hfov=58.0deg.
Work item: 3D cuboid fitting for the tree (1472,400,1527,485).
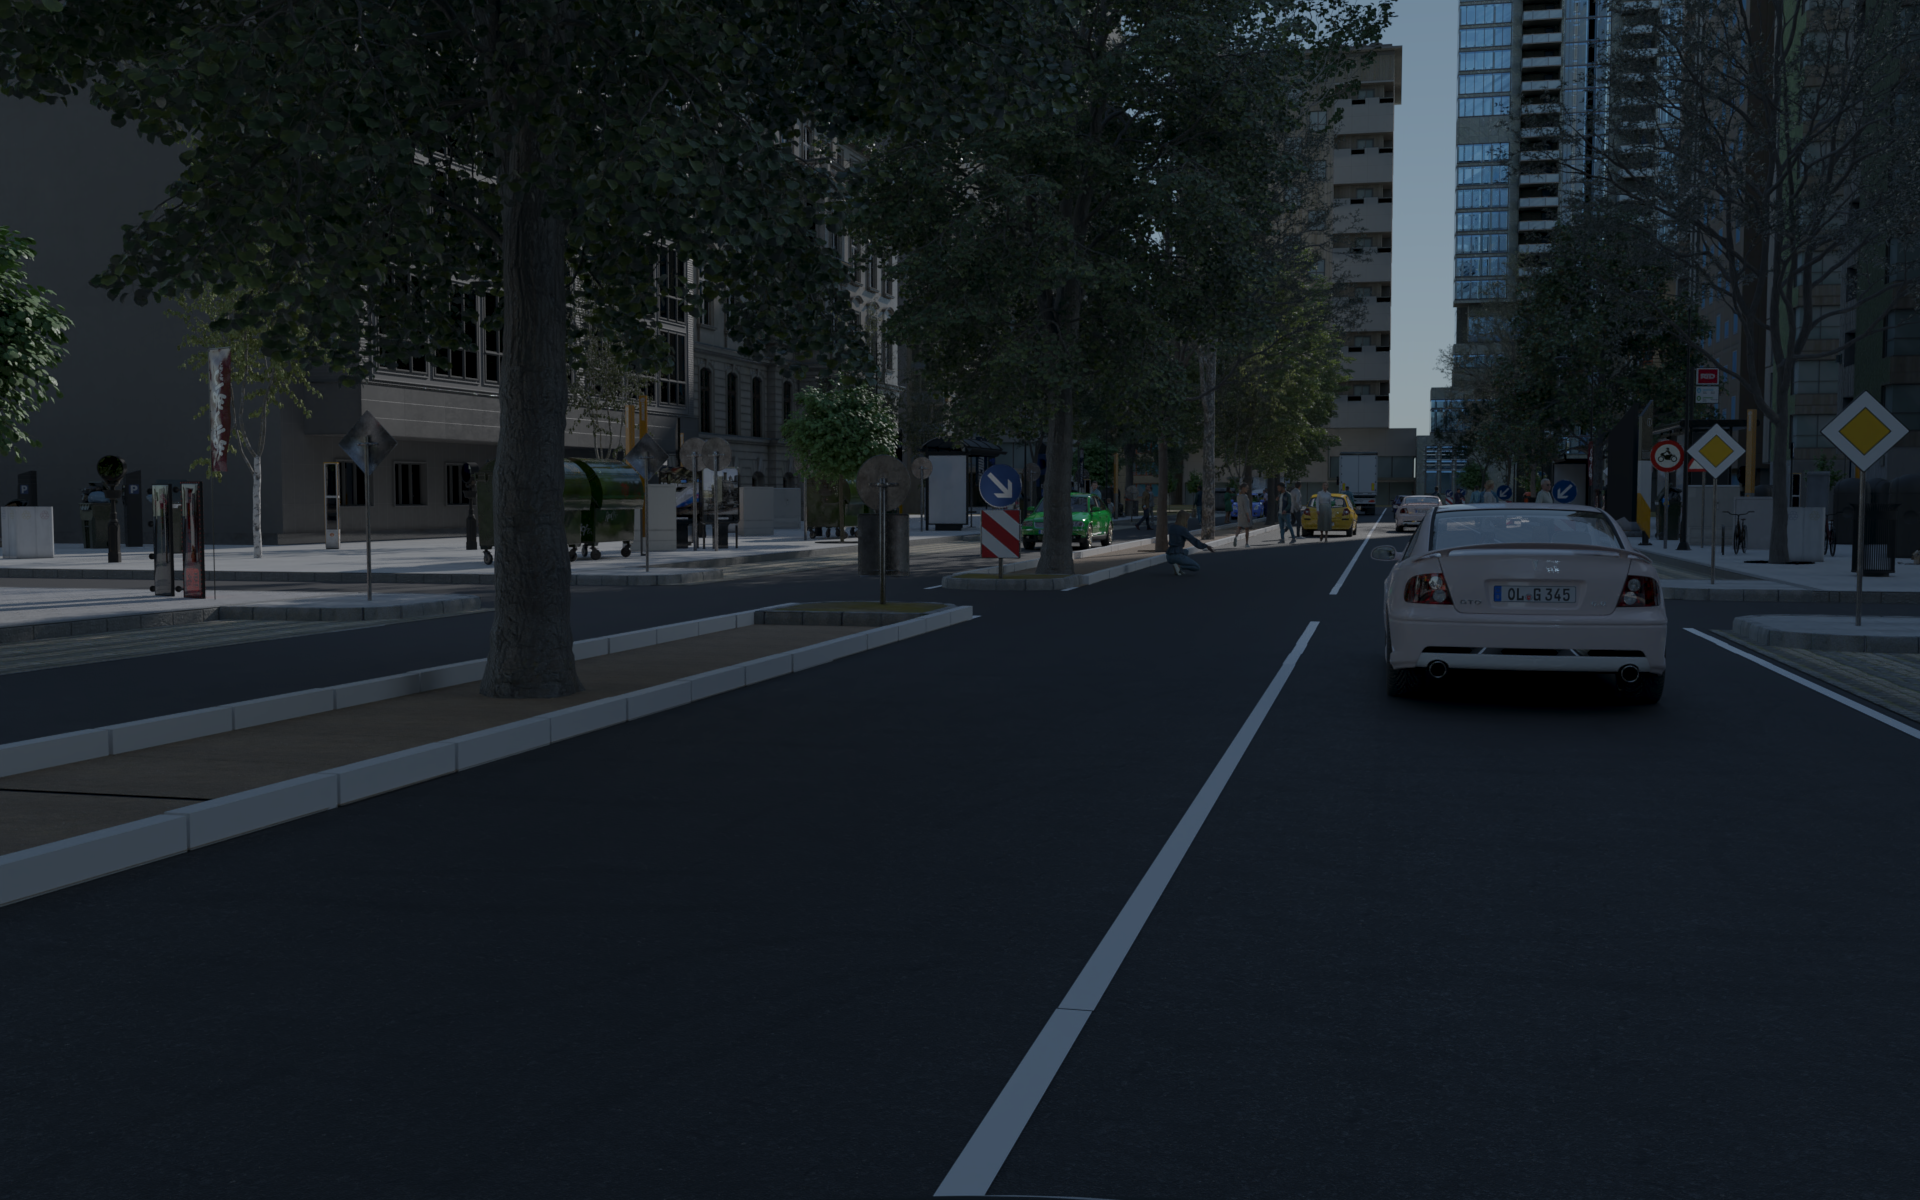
[{"bbox_3d":[36.579,-10.160,116.477,4.360,8.622,3.978,0,3,0],"label":"tree"}]

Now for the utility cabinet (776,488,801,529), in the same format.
[{"bbox_3d":[-6.404,-3.330,63.123,1.173,1.500,0.318,-1,4,-15],"label":"utility cabinet"}]

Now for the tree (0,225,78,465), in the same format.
[{"bbox_3d":[-10.588,-2.052,17.258,4.285,4.588,4.351,0,3,0],"label":"tree"}]

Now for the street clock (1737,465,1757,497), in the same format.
[{"bbox_3d":[19.880,-2.400,43.804,0.358,2.002,0.471,-1,4,-15],"label":"street clock"}]

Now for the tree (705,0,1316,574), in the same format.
[{"bbox_3d":[1.696,-7.405,30.190,9.857,13.997,8.962,0,3,0],"label":"tree"}]

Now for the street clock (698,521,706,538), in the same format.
[{"bbox_3d":[-7.581,-2.828,50.808,0.471,2.002,0.358,3,5,42],"label":"street clock"}]

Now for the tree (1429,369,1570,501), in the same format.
[{"bbox_3d":[33.161,-10.371,103.986,7.601,10.594,8.767,2,4,33],"label":"tree"}]

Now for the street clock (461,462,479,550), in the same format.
[{"bbox_3d":[-11.216,-2.150,39.722,0.471,2.002,0.358,3,5,44],"label":"street clock"}]

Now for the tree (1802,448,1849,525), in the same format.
[{"bbox_3d":[36.408,-4.810,73.250,1.663,3.219,1.824,0,3,0],"label":"tree"}]

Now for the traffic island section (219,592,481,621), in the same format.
[{"bbox_3d":[-7.129,0.087,20.858,2.009,0.180,2.903,1,4,14],"label":"traffic island section"}]

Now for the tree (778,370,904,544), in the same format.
[{"bbox_3d":[-3.112,-3.775,45.438,4.285,4.588,4.351,0,3,0],"label":"tree"}]

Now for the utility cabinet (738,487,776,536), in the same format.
[{"bbox_3d":[-6.250,-2.708,52.962,0.318,1.500,1.173,3,5,44],"label":"utility cabinet"}]

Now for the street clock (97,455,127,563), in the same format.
[{"bbox_3d":[-15.816,-1.699,32.349,0.471,2.002,0.358,-1,4,-10],"label":"street clock"}]

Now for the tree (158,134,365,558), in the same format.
[{"bbox_3d":[-14.064,-5.158,34.696,4.737,8.622,4.395,0,3,0],"label":"tree"}]

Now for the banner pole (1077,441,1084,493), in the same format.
[{"bbox_3d":[5.707,-5.636,82.164,0.401,3.779,0.863,-1,4,-19],"label":"banner pole"}]

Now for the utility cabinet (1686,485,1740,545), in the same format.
[{"bbox_3d":[18.601,-2.086,42.782,1.173,1.500,0.318,1,4,22],"label":"utility cabinet"}]

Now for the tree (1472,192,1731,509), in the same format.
[{"bbox_3d":[24.506,-9.113,66.010,9.611,12.733,9.660,0,3,0],"label":"tree"}]

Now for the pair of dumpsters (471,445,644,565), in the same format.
[{"bbox_3d":[-7.656,-1.877,33.176,1.574,2.255,4.437,1,4,14],"label":"pair of dumpsters"}]

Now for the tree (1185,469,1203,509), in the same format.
[{"bbox_3d":[17.214,-8.150,127.846,1.663,3.219,1.824,0,3,0],"label":"tree"}]

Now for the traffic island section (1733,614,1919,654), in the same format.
[{"bbox_3d":[8.768,0.331,16.874,2.009,0.180,2.903,1,4,14],"label":"traffic island section"}]

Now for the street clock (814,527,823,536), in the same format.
[{"bbox_3d":[-4.297,-2.933,52.529,0.358,2.002,0.471,-2,4,-30],"label":"street clock"}]

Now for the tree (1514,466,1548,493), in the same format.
[{"bbox_3d":[30.849,-6.026,93.131,1.663,3.219,1.824,0,3,0],"label":"tree"}]

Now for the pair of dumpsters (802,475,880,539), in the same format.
[{"bbox_3d":[-3.322,-2.985,51.298,1.574,2.255,4.437,1,4,14],"label":"pair of dumpsters"}]

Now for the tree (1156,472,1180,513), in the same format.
[{"bbox_3d":[14.263,-7.613,119.066,1.663,3.219,1.824,0,3,0],"label":"tree"}]

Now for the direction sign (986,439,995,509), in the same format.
[{"bbox_3d":[1.059,-4.729,69.309,0.876,3.537,0.379,-3,4,-37],"label":"direction sign"}]

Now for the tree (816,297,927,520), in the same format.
[{"bbox_3d":[-3.758,-7.037,65.412,4.360,8.622,3.978,0,3,0],"label":"tree"}]

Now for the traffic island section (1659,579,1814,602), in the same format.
[{"bbox_3d":[10.714,-0.143,24.619,2.009,0.180,2.903,1,4,14],"label":"traffic island section"}]

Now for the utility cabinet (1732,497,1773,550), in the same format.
[{"bbox_3d":[18.475,-1.771,40.110,1.020,1.237,0.306,1,4,16],"label":"utility cabinet"}]

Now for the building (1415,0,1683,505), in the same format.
[{"bbox_3d":[67.770,-53.931,194.445,31.000,86.520,22.319,1,4,14],"label":"building"}]

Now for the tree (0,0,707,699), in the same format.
[{"bbox_3d":[-3.067,-6.297,12.064,9.857,13.997,8.962,0,3,0],"label":"tree"}]

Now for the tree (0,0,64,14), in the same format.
[{"bbox_3d":[-4.928,-5.074,3.547,7.486,12.596,7.792,0,3,0],"label":"tree"}]

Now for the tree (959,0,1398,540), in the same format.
[{"bbox_3d":[6.807,-12.017,54.831,12.611,20.169,13.585,0,3,0],"label":"tree"}]

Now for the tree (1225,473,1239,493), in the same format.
[{"bbox_3d":[25.345,-10.136,160.328,1.663,3.219,1.824,0,3,0],"label":"tree"}]

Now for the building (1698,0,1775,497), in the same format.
[{"bbox_3d":[51.089,-27.457,99.034,14.600,45.320,14.200,1,4,14],"label":"building"}]

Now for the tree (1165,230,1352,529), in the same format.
[{"bbox_3d":[11.691,-9.169,70.499,7.486,12.596,7.792,0,3,0],"label":"tree"}]

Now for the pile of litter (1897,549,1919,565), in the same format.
[{"bbox_3d":[17.978,-1.079,31.613,1.719,0.858,1.176,0,4,7],"label":"pile of litter"}]

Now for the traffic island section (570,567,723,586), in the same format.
[{"bbox_3d":[-5.184,-0.387,28.603,2.009,0.180,2.903,1,4,14],"label":"traffic island section"}]

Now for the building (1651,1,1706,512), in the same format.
[{"bbox_3d":[58.296,-41.409,115.289,20.563,71.187,20.611,1,4,14],"label":"building"}]

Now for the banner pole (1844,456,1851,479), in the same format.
[{"bbox_3d":[39.757,-5.340,77.322,0.863,3.779,0.401,1,4,22],"label":"banner pole"}]

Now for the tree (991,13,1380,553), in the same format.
[{"bbox_3d":[4.964,-7.905,42.069,12.009,13.543,11.850,0,3,0],"label":"tree"}]

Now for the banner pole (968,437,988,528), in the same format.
[{"bbox_3d":[0.665,-4.678,66.499,0.863,3.779,0.401,0,4,-7],"label":"banner pole"}]

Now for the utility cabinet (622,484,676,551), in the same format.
[{"bbox_3d":[-6.926,-1.829,38.581,1.173,1.500,0.318,-2,4,-35],"label":"utility cabinet"}]

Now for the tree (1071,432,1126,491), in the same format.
[{"bbox_3d":[7.070,-6.519,90.298,4.285,4.588,4.351,0,3,0],"label":"tree"}]

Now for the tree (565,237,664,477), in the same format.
[{"bbox_3d":[-9.605,-5.862,46.214,4.360,8.622,3.978,0,3,0],"label":"tree"}]

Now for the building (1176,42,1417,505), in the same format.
[{"bbox_3d":[40.237,-37.717,205.904,27.495,52.752,28.713,1,4,14],"label":"building"}]

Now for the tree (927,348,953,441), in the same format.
[{"bbox_3d":[-1.898,-8.178,84.078,4.360,8.622,3.978,0,3,0],"label":"tree"}]

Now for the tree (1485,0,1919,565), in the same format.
[{"bbox_3d":[14.937,-7.405,31.442,12.009,13.543,11.850,0,3,0],"label":"tree"}]

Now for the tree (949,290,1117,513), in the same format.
[{"bbox_3d":[3.011,-8.568,74.507,8.767,10.594,7.601,2,4,28],"label":"tree"}]

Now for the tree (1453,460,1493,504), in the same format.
[{"bbox_3d":[46.546,-10.588,156.823,4.285,4.588,4.351,0,3,0],"label":"tree"}]

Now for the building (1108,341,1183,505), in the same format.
[{"bbox_3d":[12.796,-22.526,213.342,28.899,21.520,27.650,1,4,14],"label":"building"}]

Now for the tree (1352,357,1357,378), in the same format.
[{"bbox_3d":[14.301,-9.742,79.872,7.486,12.596,7.792,0,3,0],"label":"tree"}]

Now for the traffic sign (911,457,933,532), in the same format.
[{"bbox_3d":[-1.309,-3.606,59.066,0.768,2.556,0.104,1,4,16],"label":"traffic sign"}]

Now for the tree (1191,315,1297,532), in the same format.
[{"bbox_3d":[10.472,-6.836,64.589,4.360,8.622,3.978,0,3,0],"label":"tree"}]
